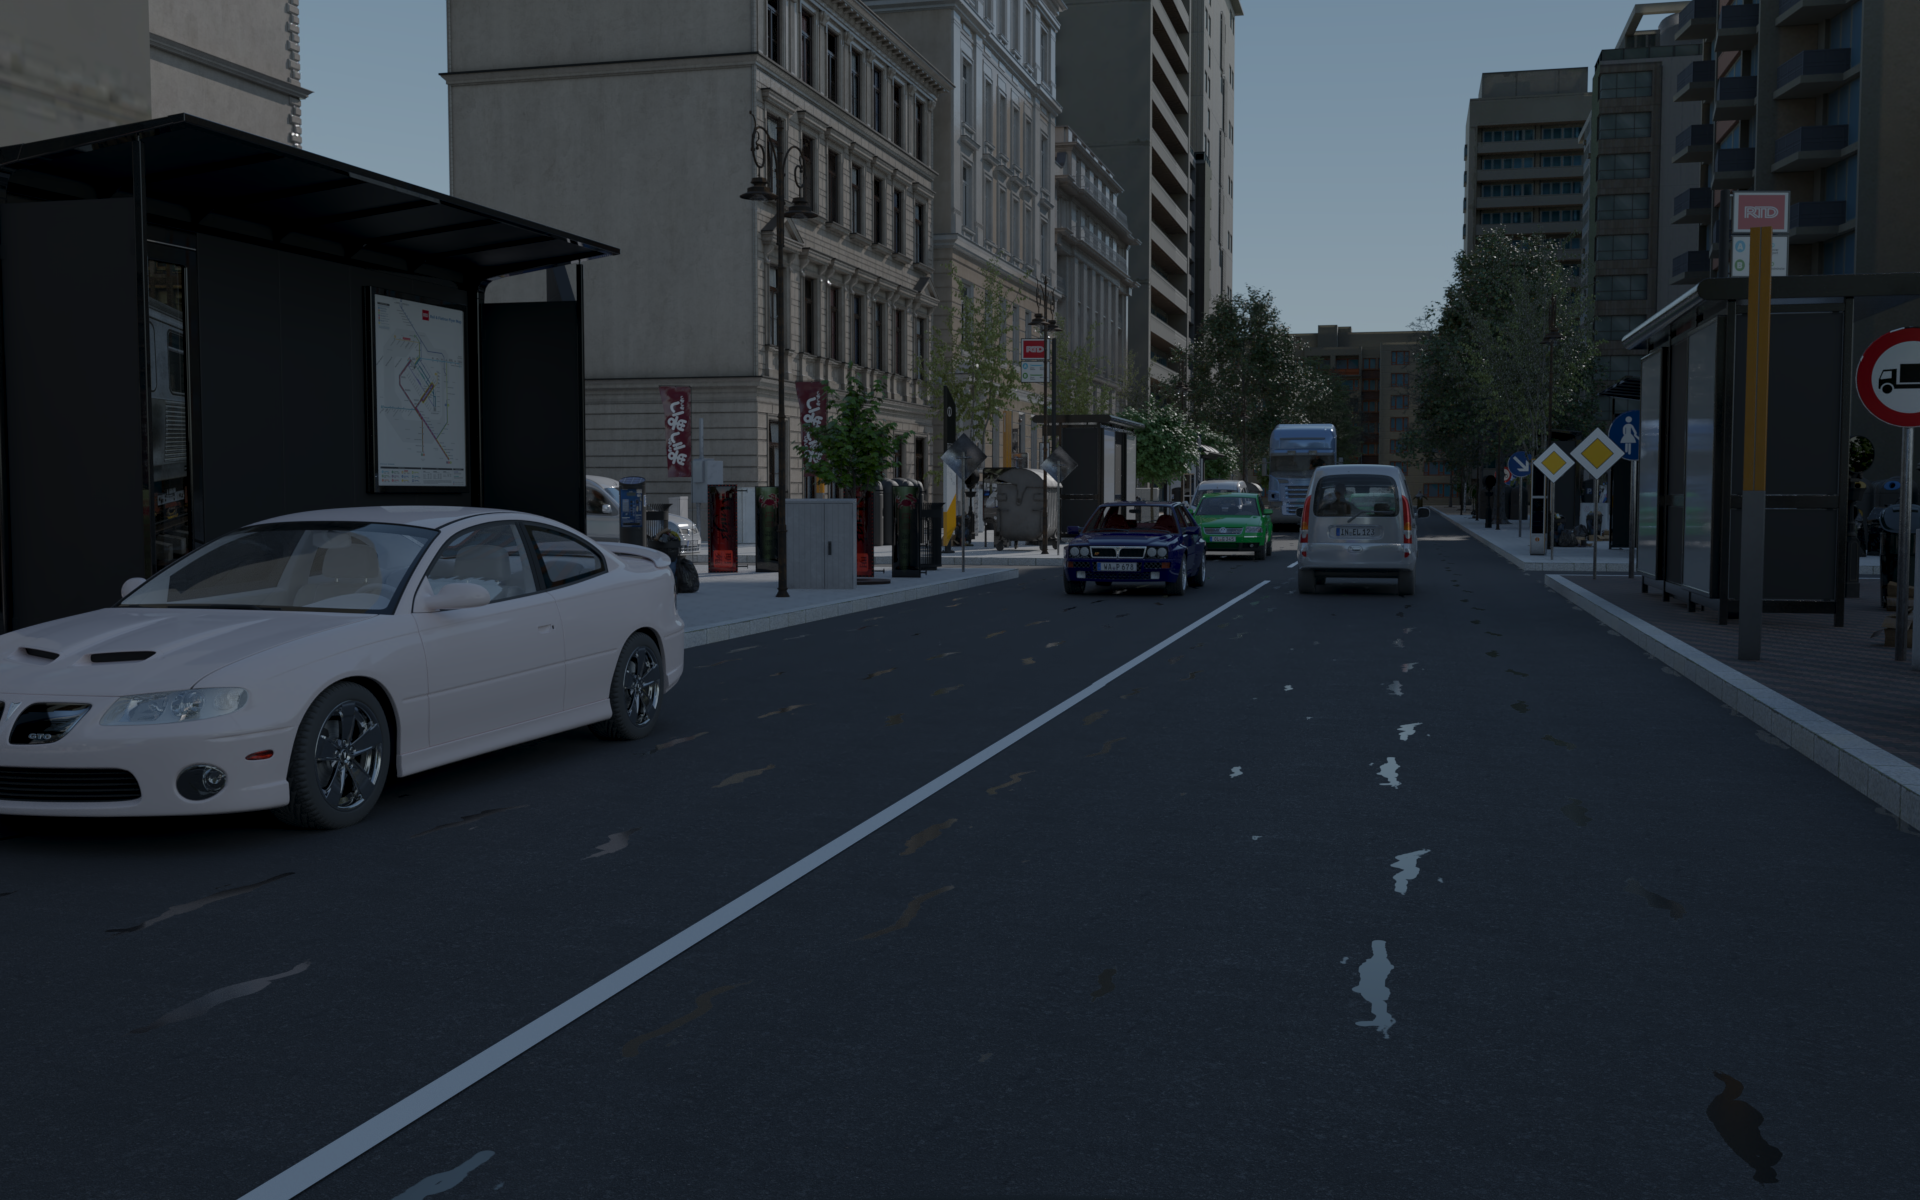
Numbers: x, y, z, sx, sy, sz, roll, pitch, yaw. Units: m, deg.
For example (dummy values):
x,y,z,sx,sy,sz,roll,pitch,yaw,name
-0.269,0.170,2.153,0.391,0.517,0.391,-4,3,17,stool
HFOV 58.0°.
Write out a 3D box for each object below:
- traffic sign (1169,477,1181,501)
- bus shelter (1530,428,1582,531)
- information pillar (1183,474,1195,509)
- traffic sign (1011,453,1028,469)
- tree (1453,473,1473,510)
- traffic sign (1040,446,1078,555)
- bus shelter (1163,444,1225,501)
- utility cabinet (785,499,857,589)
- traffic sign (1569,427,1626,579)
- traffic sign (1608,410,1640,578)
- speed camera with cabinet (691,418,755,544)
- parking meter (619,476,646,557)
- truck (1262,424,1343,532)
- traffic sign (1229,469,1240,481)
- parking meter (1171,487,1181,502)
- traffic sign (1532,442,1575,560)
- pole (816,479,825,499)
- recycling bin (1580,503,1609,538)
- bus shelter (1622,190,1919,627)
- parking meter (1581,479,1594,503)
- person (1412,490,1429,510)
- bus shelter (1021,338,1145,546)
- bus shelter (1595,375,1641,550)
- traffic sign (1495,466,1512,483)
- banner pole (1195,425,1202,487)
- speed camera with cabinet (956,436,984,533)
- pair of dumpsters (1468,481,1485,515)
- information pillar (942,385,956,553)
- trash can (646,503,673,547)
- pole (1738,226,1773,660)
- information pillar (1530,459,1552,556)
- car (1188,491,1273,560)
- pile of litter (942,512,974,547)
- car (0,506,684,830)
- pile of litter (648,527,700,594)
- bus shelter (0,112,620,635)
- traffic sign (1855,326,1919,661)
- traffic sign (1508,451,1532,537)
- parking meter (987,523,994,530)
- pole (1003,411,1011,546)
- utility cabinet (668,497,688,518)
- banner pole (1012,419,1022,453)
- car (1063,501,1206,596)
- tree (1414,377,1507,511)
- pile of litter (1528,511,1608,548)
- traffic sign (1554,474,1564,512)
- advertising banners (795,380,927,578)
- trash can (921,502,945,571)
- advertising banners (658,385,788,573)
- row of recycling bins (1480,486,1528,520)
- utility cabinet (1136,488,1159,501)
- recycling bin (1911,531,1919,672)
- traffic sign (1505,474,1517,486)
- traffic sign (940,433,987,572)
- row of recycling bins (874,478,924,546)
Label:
x,y,z,sx,sy,sz,roll,pitch,yaw,name
7.855,-3.965,64.826,0.884,2.594,0.081,1,4,22,traffic sign
21.726,-4.430,63.713,1.731,3.624,6.357,1,4,14,bus shelter
8.242,-3.542,62.396,0.304,2.012,0.304,2,4,34,information pillar
1.377,-2.483,42.726,0.606,2.300,0.079,1,4,15,traffic sign
41.565,-9.049,142.546,1.663,3.219,1.824,0,3,0,tree
2.058,-1.989,36.167,0.795,2.450,0.064,1,4,14,traffic sign
9.097,-4.534,68.049,2.014,3.302,5.546,1,4,14,bus shelter
-1.929,-0.754,23.492,1.020,1.237,0.306,0,4,7,utility cabinet
9.534,-1.366,25.970,0.795,2.450,0.064,1,4,14,traffic sign
10.233,-1.604,26.324,0.768,2.556,0.104,1,4,16,traffic sign
-6.099,-3.090,44.863,2.038,3.252,0.660,3,5,42,speed camera with cabinet
-4.608,-0.977,24.393,0.372,1.533,0.369,0,3,0,parking meter
14.569,-5.055,72.411,2.967,4.110,18.799,1,4,13,truck
12.970,-5.054,82.735,0.768,2.556,0.104,1,4,22,traffic sign
7.940,-3.372,63.538,0.372,1.533,0.369,0,3,0,parking meter
11.536,-1.838,33.701,0.795,2.450,0.064,1,4,14,traffic sign
-3.207,-2.812,39.814,0.158,3.312,0.155,0,3,0,pole
17.998,-2.237,49.133,0.722,1.027,0.722,2,4,24,recycling bin
9.268,-2.638,20.759,2.179,5.291,8.768,1,4,14,bus shelter
23.970,-3.700,66.212,0.399,1.863,0.255,-1,4,-9,parking meter
33.453,-7.133,125.855,1.217,1.736,0.721,0,4,-4,person
3.287,-4.246,47.055,2.179,5.291,8.768,1,4,15,bus shelter
14.761,-2.796,37.004,1.731,3.624,6.357,1,4,15,bus shelter
24.989,-4.868,79.696,0.768,2.556,0.104,2,4,23,traffic sign
8.734,-4.494,63.488,0.401,3.779,0.863,1,4,21,banner pole
0.279,-3.924,58.492,0.660,3.252,2.038,-1,4,-15,speed camera with cabinet
31.424,-6.208,103.996,1.574,2.255,4.437,1,4,14,pair of dumpsters
-0.230,-2.824,37.534,0.183,3.616,0.504,2,4,24,information pillar
-4.706,-0.887,26.151,0.748,1.137,0.748,0,3,0,trash can
6.131,-1.193,13.349,0.158,3.312,0.155,0,3,0,pole
12.107,-1.939,36.201,0.304,2.012,0.304,2,4,28,information pillar
6.112,-1.859,39.190,1.959,1.807,4.718,1,4,13,car
-0.190,-1.760,42.747,1.176,0.858,1.719,1,4,12,pile of litter
-3.098,0.201,9.076,2.083,1.381,4.827,1,4,16,car
-4.024,-0.505,22.225,1.176,0.858,1.719,3,4,36,pile of litter
-4.849,-1.386,13.937,1.731,3.624,6.357,1,4,14,bus shelter
7.245,-0.805,13.263,0.768,2.556,0.104,1,4,18,traffic sign
16.669,-3.142,51.481,0.768,2.556,0.104,1,4,23,traffic sign
1.133,-3.256,61.639,0.372,1.533,0.369,0,3,0,parking meter
1.156,-2.974,42.474,0.158,3.312,0.155,0,3,0,pole
-6.941,-1.926,42.650,0.306,1.237,1.020,0,4,2,utility cabinet
1.907,-4.155,57.947,0.401,3.779,0.863,-2,4,-24,banner pole
2.648,-0.810,25.822,1.945,1.354,3.894,1,4,14,car
39.579,-12.812,135.234,9.928,11.665,9.643,0,3,0,tree
14.687,-1.732,42.280,1.176,0.858,1.719,-1,4,-19,pile of litter
19.682,-3.504,57.403,0.768,2.556,0.104,1,4,22,traffic sign
-1.533,-1.862,26.624,2.074,3.025,0.090,1,4,11,advertising banners
-0.610,-1.074,29.211,0.748,1.137,0.748,0,3,0,trash can
-3.832,-1.954,28.139,2.074,3.025,0.090,-1,4,-12,advertising banners
27.388,-4.905,87.310,1.069,1.692,3.534,-1,4,-15,row of recycling bins
6.574,-3.292,62.500,1.173,1.500,0.318,1,4,23,utility cabinet
7.389,0.002,12.518,0.722,1.027,0.722,-3,5,-45,recycling bin
31.436,-6.048,98.985,0.768,2.556,0.104,2,4,23,traffic sign
0.057,-1.516,28.436,0.795,2.450,0.064,1,4,14,traffic sign
-1.798,-2.251,43.911,1.069,1.692,3.534,1,4,21,row of recycling bins
